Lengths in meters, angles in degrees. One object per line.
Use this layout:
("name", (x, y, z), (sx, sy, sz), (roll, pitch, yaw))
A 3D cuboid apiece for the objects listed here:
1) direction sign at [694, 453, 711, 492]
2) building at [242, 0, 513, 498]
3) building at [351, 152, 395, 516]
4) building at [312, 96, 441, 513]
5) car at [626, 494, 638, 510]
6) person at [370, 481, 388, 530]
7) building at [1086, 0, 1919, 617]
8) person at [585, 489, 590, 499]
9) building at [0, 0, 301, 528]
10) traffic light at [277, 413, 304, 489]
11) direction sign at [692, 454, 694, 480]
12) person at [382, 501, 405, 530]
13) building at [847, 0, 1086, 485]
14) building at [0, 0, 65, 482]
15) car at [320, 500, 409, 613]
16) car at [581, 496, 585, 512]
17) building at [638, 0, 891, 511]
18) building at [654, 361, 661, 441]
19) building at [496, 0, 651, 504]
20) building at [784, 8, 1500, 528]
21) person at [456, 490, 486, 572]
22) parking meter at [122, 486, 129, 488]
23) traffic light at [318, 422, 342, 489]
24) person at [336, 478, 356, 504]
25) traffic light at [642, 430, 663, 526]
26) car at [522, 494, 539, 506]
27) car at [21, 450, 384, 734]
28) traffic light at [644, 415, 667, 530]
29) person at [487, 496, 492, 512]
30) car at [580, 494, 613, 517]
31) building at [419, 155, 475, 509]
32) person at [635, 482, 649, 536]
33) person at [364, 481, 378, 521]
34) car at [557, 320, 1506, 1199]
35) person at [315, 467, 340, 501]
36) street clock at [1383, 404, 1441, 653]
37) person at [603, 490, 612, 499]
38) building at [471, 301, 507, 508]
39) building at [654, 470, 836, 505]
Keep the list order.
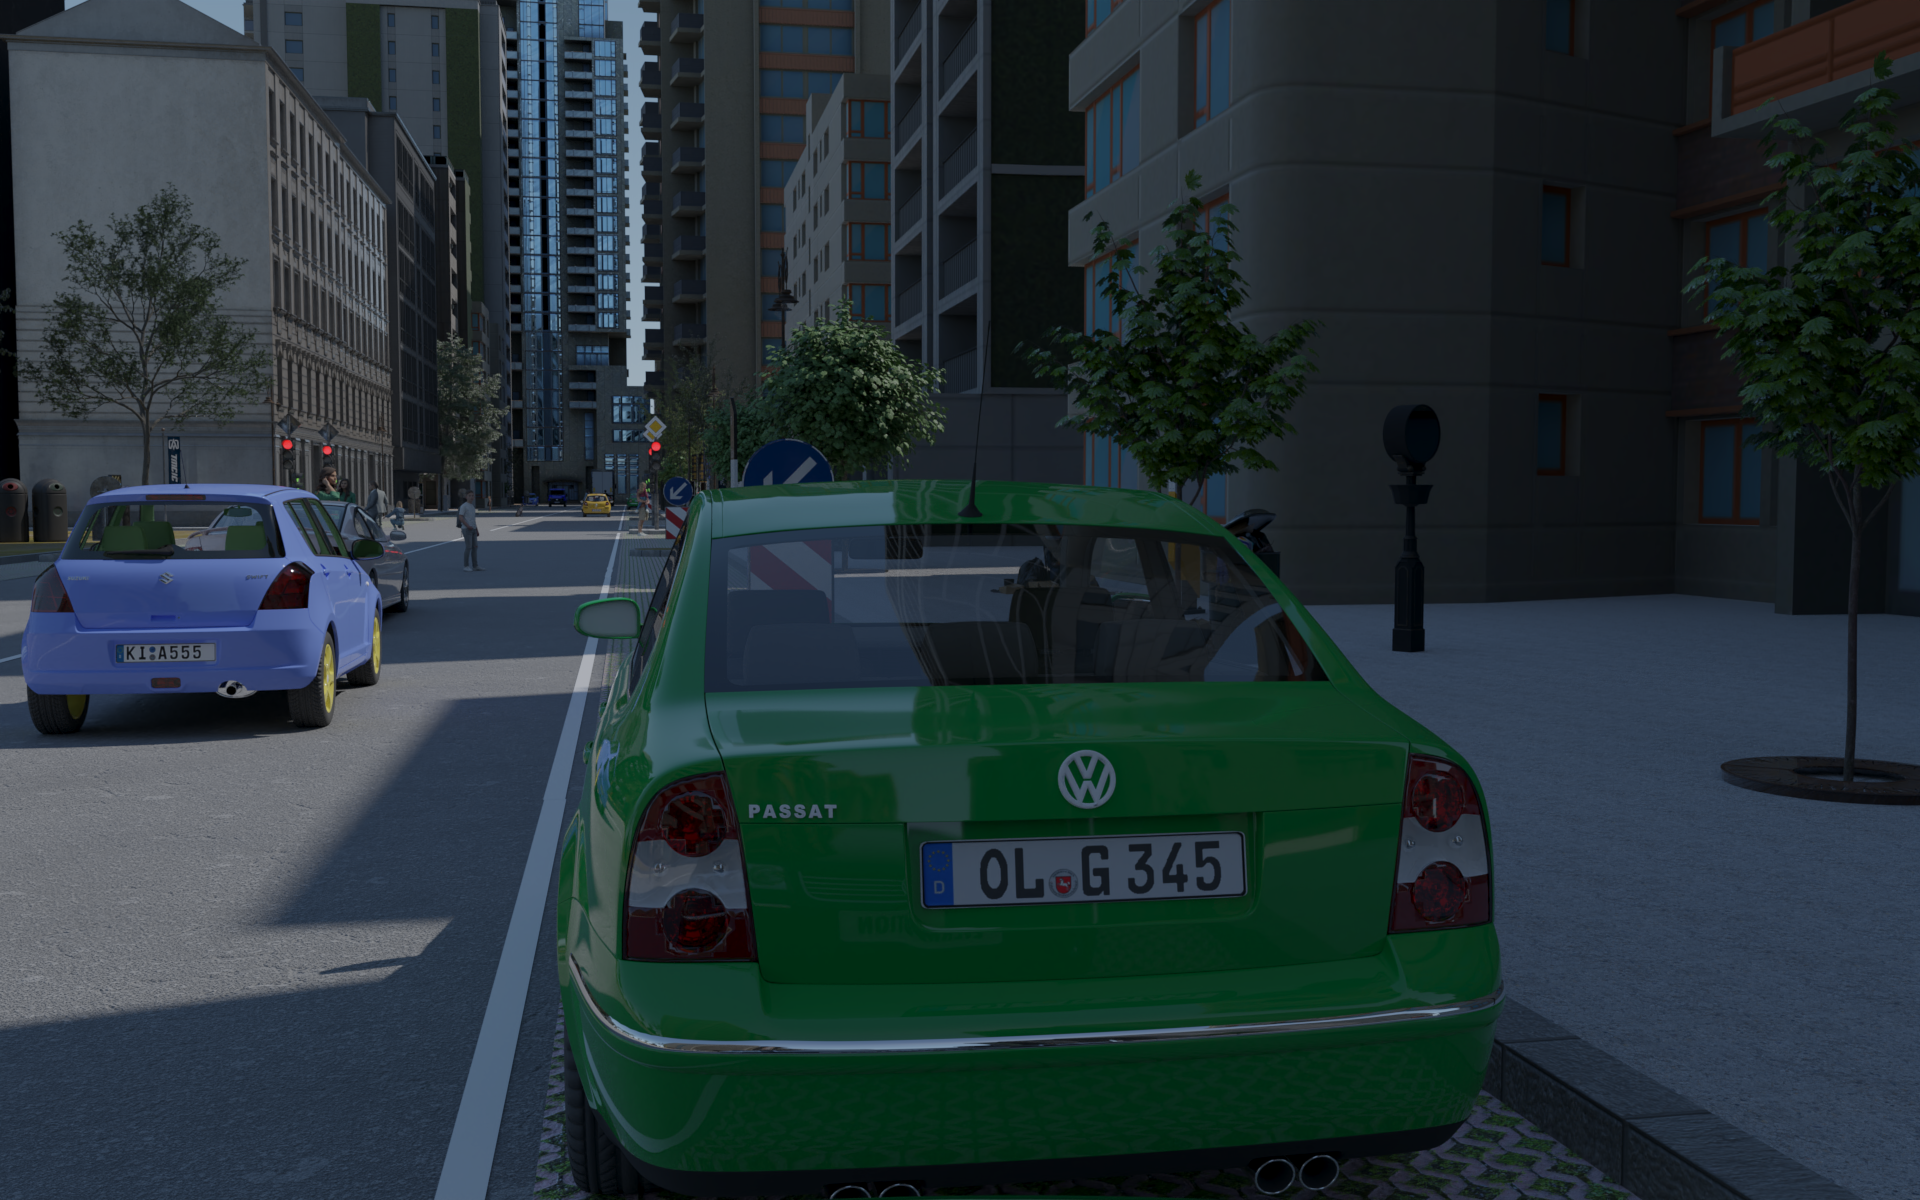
("direction sign", (-14.272, -6.414, 96.860), (0.379, 3.537, 0.876), (3, 4, 38))
("building", (-67.264, -40.360, 201.891), (28.212, 58.520, 21.231), (-1, 4, -11))
("building", (-36.684, -14.922, 93.126), (9.793, 20.994, 18.267), (-1, 4, -11))
("building", (-42.707, -19.563, 113.362), (14.314, 27.812, 24.014), (-1, 4, -11))
("car", (-29.379, -9.102, 157.605), (1.959, 1.807, 4.718), (-1, 4, -12))
("person", (-17.304, -2.620, 51.438), (0.391, 1.810, 0.635), (1, 4, 18))
("building", (18.065, -10.481, 16.407), (27.650, 21.520, 28.899), (-1, 4, -11))
("person", (-27.384, -7.240, 127.138), (0.793, 1.790, 0.793), (2, 4, 32))
("building", (-33.043, -13.829, 75.258), (9.793, 20.994, 18.267), (-1, 4, -11))
("traffic light", (-23.097, -4.331, 59.737), (0.839, 4.253, 0.868), (-1, 4, -11))
("direction sign", (-14.929, -6.535, 98.846), (0.876, 3.537, 0.379), (2, 4, 25))
("person", (-22.480, -3.359, 68.926), (1.012, 1.151, 0.738), (-3, 5, -40))
("building", (7.538, -37.181, 46.168), (20.563, 71.187, 20.611), (-1, 4, -11))
("building", (-45.767, -14.633, 68.922), (15.834, 23.373, 12.332), (-1, 4, -11))
("car", (-7.350, -0.432, 19.419), (2.083, 1.381, 4.827), (-1, 4, -11))
("car", (-29.507, -7.793, 139.414), (2.014, 1.417, 4.499), (-1, 4, -9))
("building", (-12.923, -29.144, 131.135), (22.147, 44.769, 28.867), (-1, 4, -11))
("building", (-28.096, -24.346, 243.091), (28.899, 21.520, 27.650), (-1, 4, -11))
("building", (-57.762, -56.272, 232.712), (31.000, 86.520, 22.319), (-1, 4, -11))
("building", (6.829, -14.840, 87.670), (28.899, 21.520, 27.650), (-1, 4, -11))
("person", (-9.079, -1.286, 32.128), (0.523, 1.515, 0.503), (-1, 4, -15))
("parking meter", (-25.183, -2.673, 52.119), (0.372, 1.533, 0.369), (0, 3, 0))
("traffic light", (-24.599, -4.811, 67.580), (0.839, 4.253, 0.868), (-1, 4, -11))
("person", (-14.163, -1.907, 39.934), (0.600, 1.795, 0.529), (-1, 4, -15))
("traffic light", (-12.412, -4.954, 69.922), (0.839, 4.253, 0.868), (-1, 4, -11))
("car", (-50.945, -11.980, 205.462), (1.945, 1.707, 3.694), (-1, 4, -11))
("car", (-4.968, -0.133, 11.760), (1.945, 1.707, 3.694), (-1, 4, -12))
("traffic light", (-10.909, -4.475, 62.079), (0.839, 4.253, 0.868), (-1, 4, -11))
("person", (-38.599, -7.879, 141.998), (0.373, 1.253, 0.362), (-2, 4, -24))
("car", (-22.706, -5.995, 108.239), (2.015, 1.641, 3.980), (-1, 4, -12))
("building", (-49.102, -22.924, 146.503), (14.160, 30.474, 14.107), (-1, 4, -11))
("person", (-10.858, -3.104, 59.231), (0.573, 1.828, 0.580), (-2, 4, -35))
("person", (-16.026, -2.333, 46.921), (0.573, 1.790, 0.520), (-2, 4, -29))
("car", (-0.156, 0.230, 5.029), (1.959, 1.807, 4.718), (-1, 4, -9))
("person", (-8.535, -0.896, 23.398), (0.529, 1.795, 0.600), (0, 4, -1))
("street clock", (3.661, -0.582, 14.079), (0.471, 2.002, 0.358), (-3, 4, -39))
("person", (-37.066, -10.575, 181.035), (1.348, 1.869, 0.705), (-1, 4, -15))
("building", (-59.161, -19.706, 167.226), (27.650, 21.520, 28.899), (-1, 4, -11))
("building", (-26.742, -47.136, 208.930), (20.563, 71.187, 20.611), (-1, 4, -11))
